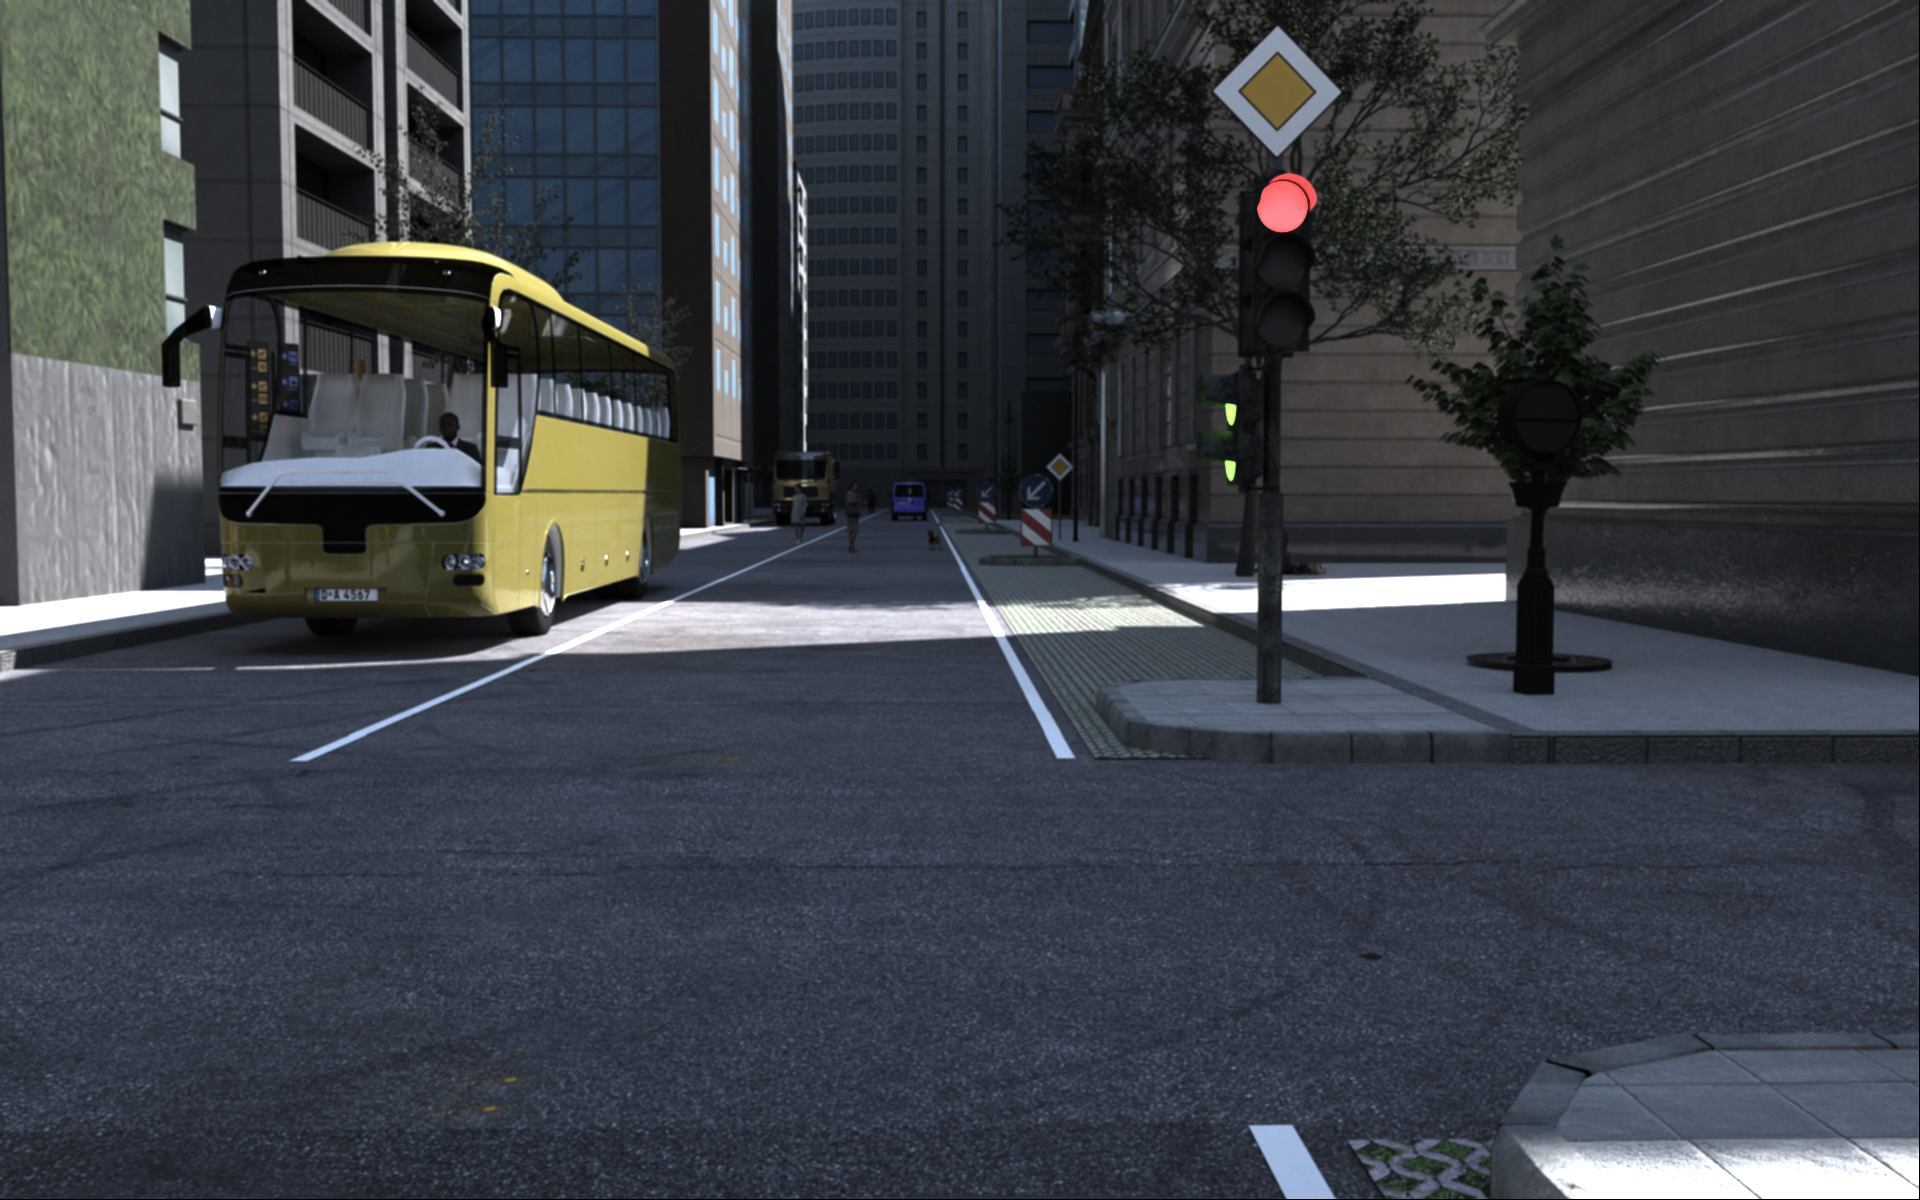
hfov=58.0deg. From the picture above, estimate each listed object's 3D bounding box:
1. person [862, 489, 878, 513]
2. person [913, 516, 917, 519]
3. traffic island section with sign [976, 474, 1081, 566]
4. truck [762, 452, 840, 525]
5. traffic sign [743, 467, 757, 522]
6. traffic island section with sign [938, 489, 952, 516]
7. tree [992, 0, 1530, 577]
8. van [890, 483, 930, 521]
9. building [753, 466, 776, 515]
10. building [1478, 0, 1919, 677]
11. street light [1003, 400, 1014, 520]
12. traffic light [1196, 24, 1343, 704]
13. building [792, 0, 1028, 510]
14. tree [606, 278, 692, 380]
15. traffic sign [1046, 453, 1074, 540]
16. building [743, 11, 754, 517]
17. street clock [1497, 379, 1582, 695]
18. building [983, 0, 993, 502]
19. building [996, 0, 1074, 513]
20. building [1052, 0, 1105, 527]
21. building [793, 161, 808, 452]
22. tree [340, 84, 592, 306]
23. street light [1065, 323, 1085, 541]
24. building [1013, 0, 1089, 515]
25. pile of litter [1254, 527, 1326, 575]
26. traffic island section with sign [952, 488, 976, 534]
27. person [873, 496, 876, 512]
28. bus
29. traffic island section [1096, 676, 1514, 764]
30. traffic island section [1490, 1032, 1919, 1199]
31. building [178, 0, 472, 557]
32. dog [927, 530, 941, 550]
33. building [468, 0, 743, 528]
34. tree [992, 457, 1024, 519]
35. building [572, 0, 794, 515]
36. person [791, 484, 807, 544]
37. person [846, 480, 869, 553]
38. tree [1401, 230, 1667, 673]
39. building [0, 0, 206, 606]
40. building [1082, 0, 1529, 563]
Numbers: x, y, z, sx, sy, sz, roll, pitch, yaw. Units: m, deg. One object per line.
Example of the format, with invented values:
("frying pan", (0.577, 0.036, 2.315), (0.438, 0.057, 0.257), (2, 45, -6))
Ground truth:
("person", (-6.831, -7.554, 131.950), (1.348, 1.831, 0.705), (-2, 4, -28))
("person", (-2.632, -5.252, 97.608), (0.697, 1.427, 0.421), (1, 4, 20))
("traffic island section with sign", (1.393, -1.628, 35.251), (1.989, 1.847, 2.006), (0, 4, -1))
("truck", (-7.232, -5.213, 81.162), (3.469, 3.379, 9.791), (0, 4, -2))
("traffic sign", (-9.850, -4.939, 80.855), (0.768, 2.556, 0.104), (1, 4, 8))
("traffic island section with sign", (-0.275, -6.391, 113.119), (1.989, 1.847, 2.006), (0, 4, -1))
("tree", (4.564, -5.626, 26.402), (8.767, 10.594, 7.601), (-2, 4, -23))
("van", (-2.735, -5.481, 93.994), (2.240, 2.365, 5.245), (0, 4, -1))
("building", (-27.208, -25.618, 110.743), (32.217, 40.220, 23.993), (0, 4, -1))
("building", (15.890, -11.415, 15.521), (19.941, 23.489, 11.050), (0, 4, -1))
("street light", (2.395, -6.864, 85.018), (0.468, 5.910, 1.993), (0, 4, -1))
("traffic light", (1.882, -1.322, 10.543), (0.839, 4.253, 0.868), (0, 4, -1))
("building", (-7.950, -38.991, 179.501), (28.212, 58.520, 21.231), (0, 4, -1))
("tree", (-11.084, -6.628, 58.733), (4.360, 8.622, 3.978), (0, 3, 0))
("traffic sign", (2.790, -2.888, 48.396), (0.795, 2.450, 0.064), (0, 4, 4))
("building", (-18.803, -19.602, 92.201), (14.160, 30.474, 14.107), (0, 4, -1))
("street clock", (3.695, -0.399, 11.096), (0.471, 2.002, 0.358), (-1, 4, -10))
("building", (9.448, -30.782, 153.398), (14.600, 45.320, 14.200), (0, 4, -1))
("building", (12.974, -36.050, 131.412), (21.231, 58.520, 28.212), (0, 4, -1))
("building", (11.010, -15.260, 68.578), (14.460, 24.649, 34.723), (0, 4, -1))
("building", (-20.654, -23.316, 152.914), (14.107, 30.474, 14.160), (0, 4, -1))
("tree", (-9.166, -5.005, 32.188), (4.360, 8.622, 3.978), (0, 3, 0))
("street light", (3.144, -4.535, 46.930), (0.468, 5.910, 1.993), (0, 4, -1))
("building", (15.107, -48.208, 100.865), (22.319, 86.520, 31.000), (0, 4, -1))
("pile of litter", (5.326, -0.871, 28.203), (1.176, 0.858, 1.719), (0, 4, -2))
("traffic island section with sign", (0.830, -3.277, 62.200), (1.989, 1.847, 2.006), (0, 4, -1))
("person", (-7.089, -7.905, 141.009), (0.557, 1.426, 1.065), (2, 4, 34))
("bus", (-5.451, -1.788, 20.779), (2.896, 3.916, 12.252), (0, 4, -1))
("traffic island section", (1.922, 0.711, 10.658), (2.009, 0.180, 2.903), (0, 4, -1))
("traffic island section", (2.093, 1.199, 2.675), (2.009, 0.180, 2.903), (0, 4, -1))
("building", (-21.952, -37.018, 43.491), (20.563, 71.187, 20.611), (0, 4, -1))
("dog", (-0.669, -1.526, 44.242), (0.540, 0.507, 0.406), (2, 4, 26))
("building", (-16.160, -25.667, 69.768), (14.600, 45.320, 14.200), (0, 4, -1))
("tree", (2.445, -5.739, 88.431), (1.663, 3.219, 1.824), (0, 3, 0))
("building", (-19.953, -29.341, 129.835), (14.600, 45.320, 14.200), (0, 4, -1))
("person", (-4.674, -2.501, 50.134), (0.466, 1.731, 0.760), (-1, 4, -10))
("person", (-2.563, -2.057, 42.495), (0.532, 1.782, 0.716), (1, 4, 16))
("tree", (4.400, -1.109, 12.742), (1.663, 3.219, 1.824), (0, 3, 0))
("building", (-17.736, -20.374, 16.708), (14.154, 41.232, 14.086), (0, 4, -1))
("building", (10.579, -15.606, 41.070), (13.634, 28.700, 20.117), (0, 4, -1))
